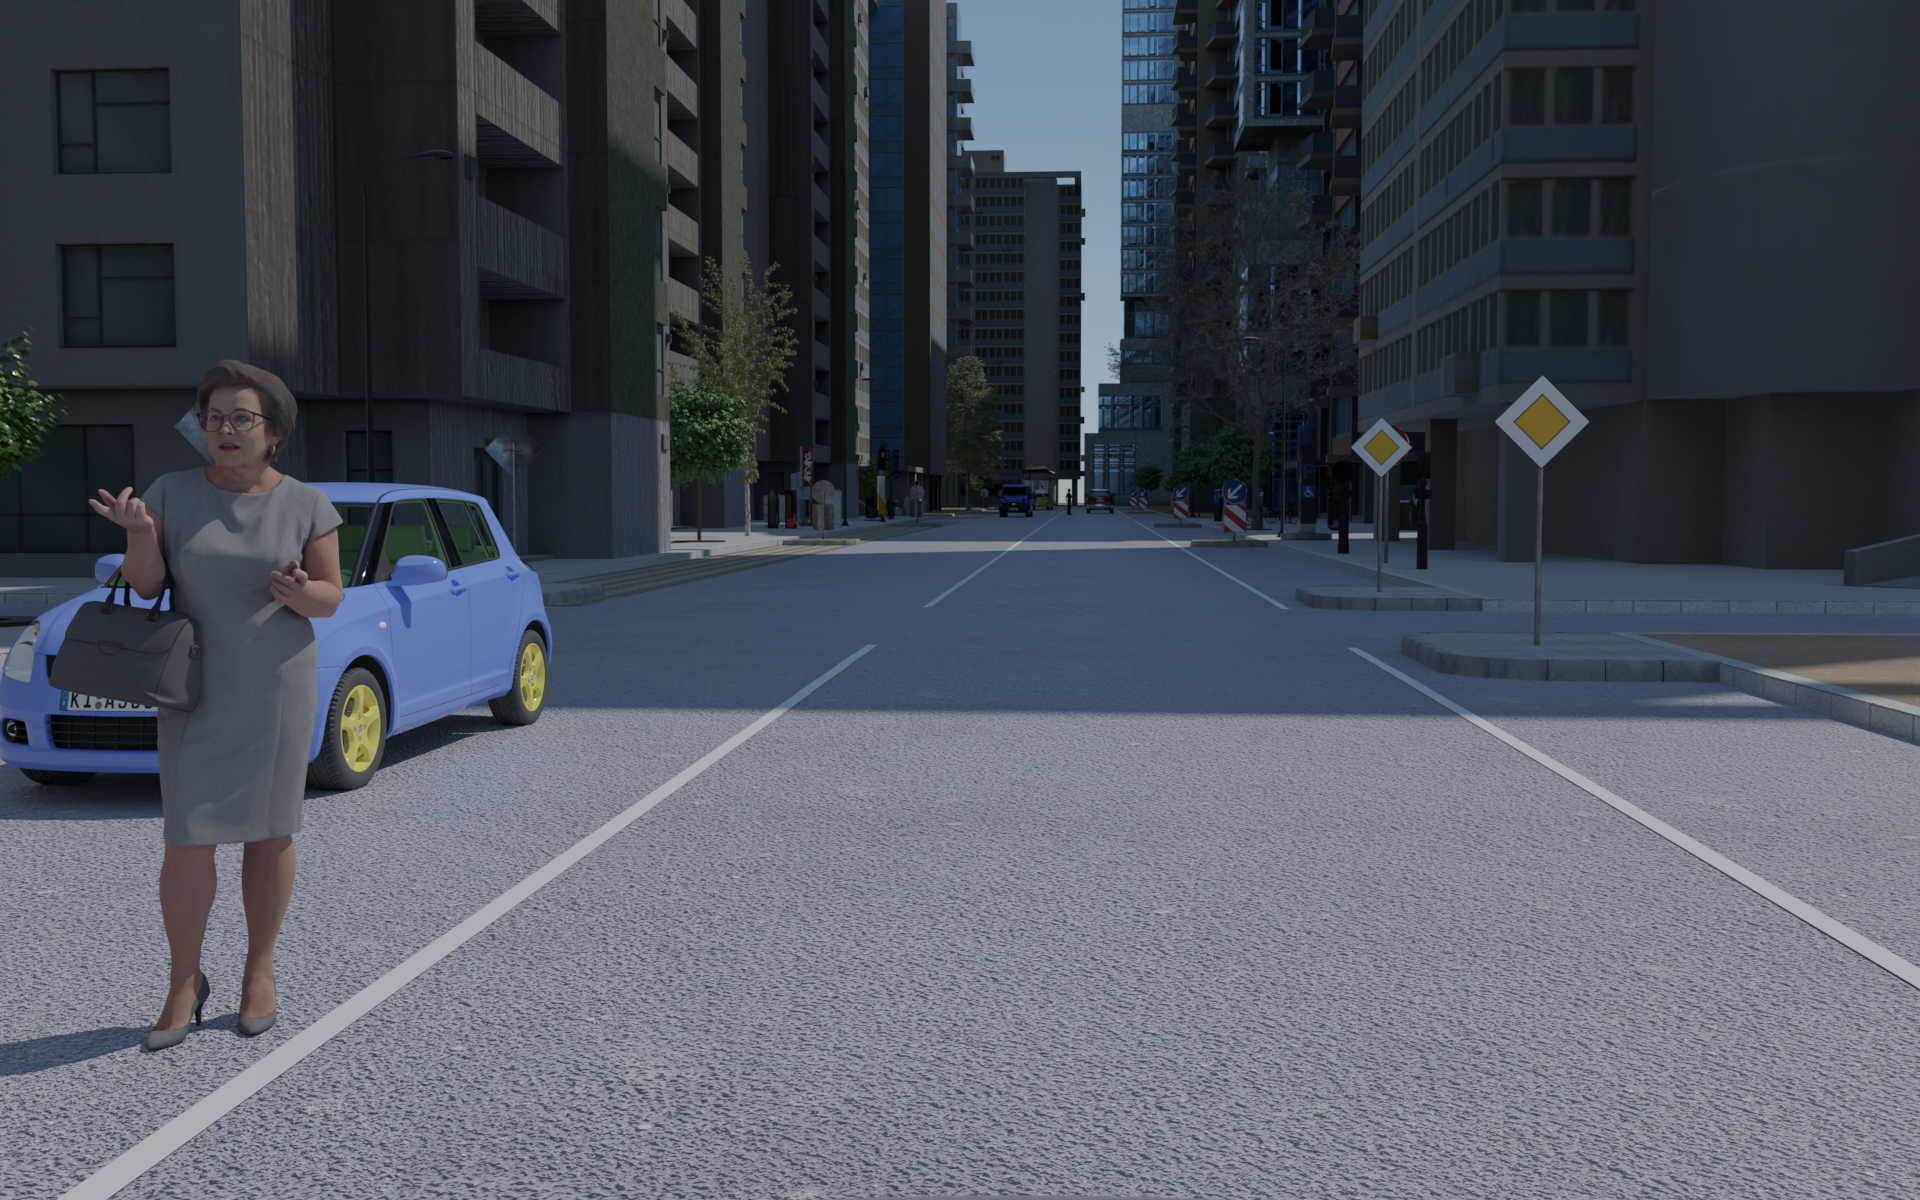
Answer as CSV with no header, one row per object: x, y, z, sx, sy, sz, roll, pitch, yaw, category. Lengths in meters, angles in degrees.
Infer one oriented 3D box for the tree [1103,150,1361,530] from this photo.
10.584,-9.247,61.557,12.009,13.543,11.850,0,3,0,tree

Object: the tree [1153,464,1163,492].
12.955,-6.759,94.230,4.285,4.588,4.351,0,3,0,tree

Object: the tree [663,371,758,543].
-7.074,-3.828,46.300,4.285,4.588,4.351,0,3,0,tree

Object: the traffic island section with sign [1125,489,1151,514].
13.099,-7.127,125.154,1.989,1.847,2.006,0,4,4,traffic island section with sign

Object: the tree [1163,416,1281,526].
11.505,-5.343,71.078,4.285,4.588,4.351,0,3,0,tree

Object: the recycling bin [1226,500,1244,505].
12.725,-4.136,80.182,0.722,1.027,0.722,0,4,-3,recycling bin

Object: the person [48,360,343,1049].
-1.983,0.266,4.513,0.716,1.782,0.532,-1,4,-17,person

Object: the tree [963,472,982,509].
0.931,-9.435,148.860,1.663,3.219,1.824,0,3,0,tree

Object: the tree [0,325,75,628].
-9.698,-1.362,16.872,1.663,3.219,1.824,0,3,0,tree

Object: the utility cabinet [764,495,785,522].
-8.444,-4.158,79.146,1.020,1.237,0.306,-1,4,-14,utility cabinet

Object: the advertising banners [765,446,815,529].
-6.277,-4.146,63.973,2.074,3.025,0.090,1,4,23,advertising banners

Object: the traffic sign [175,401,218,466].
-6.626,-0.724,15.485,0.795,2.450,0.064,0,4,4,traffic sign

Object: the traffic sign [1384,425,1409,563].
7.887,-1.950,31.995,0.768,2.556,0.104,1,4,9,traffic sign

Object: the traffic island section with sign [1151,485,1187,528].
9.365,-4.037,74.637,1.989,1.847,2.006,0,4,4,traffic island section with sign

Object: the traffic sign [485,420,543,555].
-6.035,-1.211,23.448,0.795,2.450,0.064,0,4,4,traffic sign

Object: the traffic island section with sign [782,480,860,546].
-3.854,-2.452,48.717,1.989,1.847,2.006,0,4,4,traffic island section with sign

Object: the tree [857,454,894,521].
-4.227,-5.419,83.199,1.663,3.219,1.824,0,3,0,tree

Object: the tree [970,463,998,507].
2.281,-11.763,176.042,4.285,4.588,4.351,0,3,0,tree

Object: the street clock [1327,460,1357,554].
8.251,-1.997,37.215,0.471,2.002,0.358,3,4,38,street clock

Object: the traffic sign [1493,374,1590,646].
4.885,-0.671,14.614,0.795,2.450,0.064,0,4,4,traffic sign

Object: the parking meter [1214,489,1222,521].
12.098,-4.448,81.129,0.372,1.533,0.369,0,3,0,parking meter

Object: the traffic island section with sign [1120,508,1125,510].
15.138,-8.798,152.467,1.989,1.847,2.006,0,4,4,traffic island section with sign

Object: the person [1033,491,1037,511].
6.425,-8.403,146.709,0.721,1.723,1.217,0,4,7,person

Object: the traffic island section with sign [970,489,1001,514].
1.798,-7.116,124.969,1.989,1.847,2.006,0,4,4,traffic island section with sign

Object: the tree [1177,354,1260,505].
13.093,-8.315,86.316,4.360,8.622,3.978,0,3,0,tree

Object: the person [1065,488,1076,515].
7.502,-6.732,118.502,0.705,1.831,1.348,-2,4,-24,person

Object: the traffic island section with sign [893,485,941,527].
-1.848,-4.110,75.821,1.989,1.847,2.006,0,4,4,traffic island section with sign

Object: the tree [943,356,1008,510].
0.289,-13.736,142.711,7.486,12.596,7.792,0,3,0,tree

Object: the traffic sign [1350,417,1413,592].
5.476,-1.158,22.577,0.795,2.450,0.064,0,4,4,traffic sign

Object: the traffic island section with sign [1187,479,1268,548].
7.344,-2.371,47.390,1.989,1.847,2.006,0,4,4,traffic island section with sign

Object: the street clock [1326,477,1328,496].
15.190,-4.062,70.990,0.358,2.002,0.471,0,4,-7,street clock

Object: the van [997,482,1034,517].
3.533,-6.352,108.246,2.240,2.365,5.245,0,4,6,van

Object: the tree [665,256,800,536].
-6.704,-6.259,52.704,4.737,8.622,4.395,0,3,0,tree

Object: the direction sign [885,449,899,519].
-3.494,-5.855,87.731,0.876,3.537,0.379,1,4,23,direction sign

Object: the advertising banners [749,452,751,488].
-8.968,-4.635,71.967,0.090,3.025,2.074,1,4,10,advertising banners

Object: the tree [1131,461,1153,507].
18.588,-11.455,171.006,4.285,4.588,4.351,0,3,0,tree

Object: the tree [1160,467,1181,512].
15.050,-7.850,122.949,1.663,3.219,1.824,0,3,0,tree

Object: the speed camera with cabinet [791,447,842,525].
-6.028,-4.791,72.669,2.038,3.252,0.660,-1,4,-21,speed camera with cabinet

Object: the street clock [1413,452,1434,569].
7.887,-1.525,29.510,0.358,2.002,0.471,1,4,15,street clock
